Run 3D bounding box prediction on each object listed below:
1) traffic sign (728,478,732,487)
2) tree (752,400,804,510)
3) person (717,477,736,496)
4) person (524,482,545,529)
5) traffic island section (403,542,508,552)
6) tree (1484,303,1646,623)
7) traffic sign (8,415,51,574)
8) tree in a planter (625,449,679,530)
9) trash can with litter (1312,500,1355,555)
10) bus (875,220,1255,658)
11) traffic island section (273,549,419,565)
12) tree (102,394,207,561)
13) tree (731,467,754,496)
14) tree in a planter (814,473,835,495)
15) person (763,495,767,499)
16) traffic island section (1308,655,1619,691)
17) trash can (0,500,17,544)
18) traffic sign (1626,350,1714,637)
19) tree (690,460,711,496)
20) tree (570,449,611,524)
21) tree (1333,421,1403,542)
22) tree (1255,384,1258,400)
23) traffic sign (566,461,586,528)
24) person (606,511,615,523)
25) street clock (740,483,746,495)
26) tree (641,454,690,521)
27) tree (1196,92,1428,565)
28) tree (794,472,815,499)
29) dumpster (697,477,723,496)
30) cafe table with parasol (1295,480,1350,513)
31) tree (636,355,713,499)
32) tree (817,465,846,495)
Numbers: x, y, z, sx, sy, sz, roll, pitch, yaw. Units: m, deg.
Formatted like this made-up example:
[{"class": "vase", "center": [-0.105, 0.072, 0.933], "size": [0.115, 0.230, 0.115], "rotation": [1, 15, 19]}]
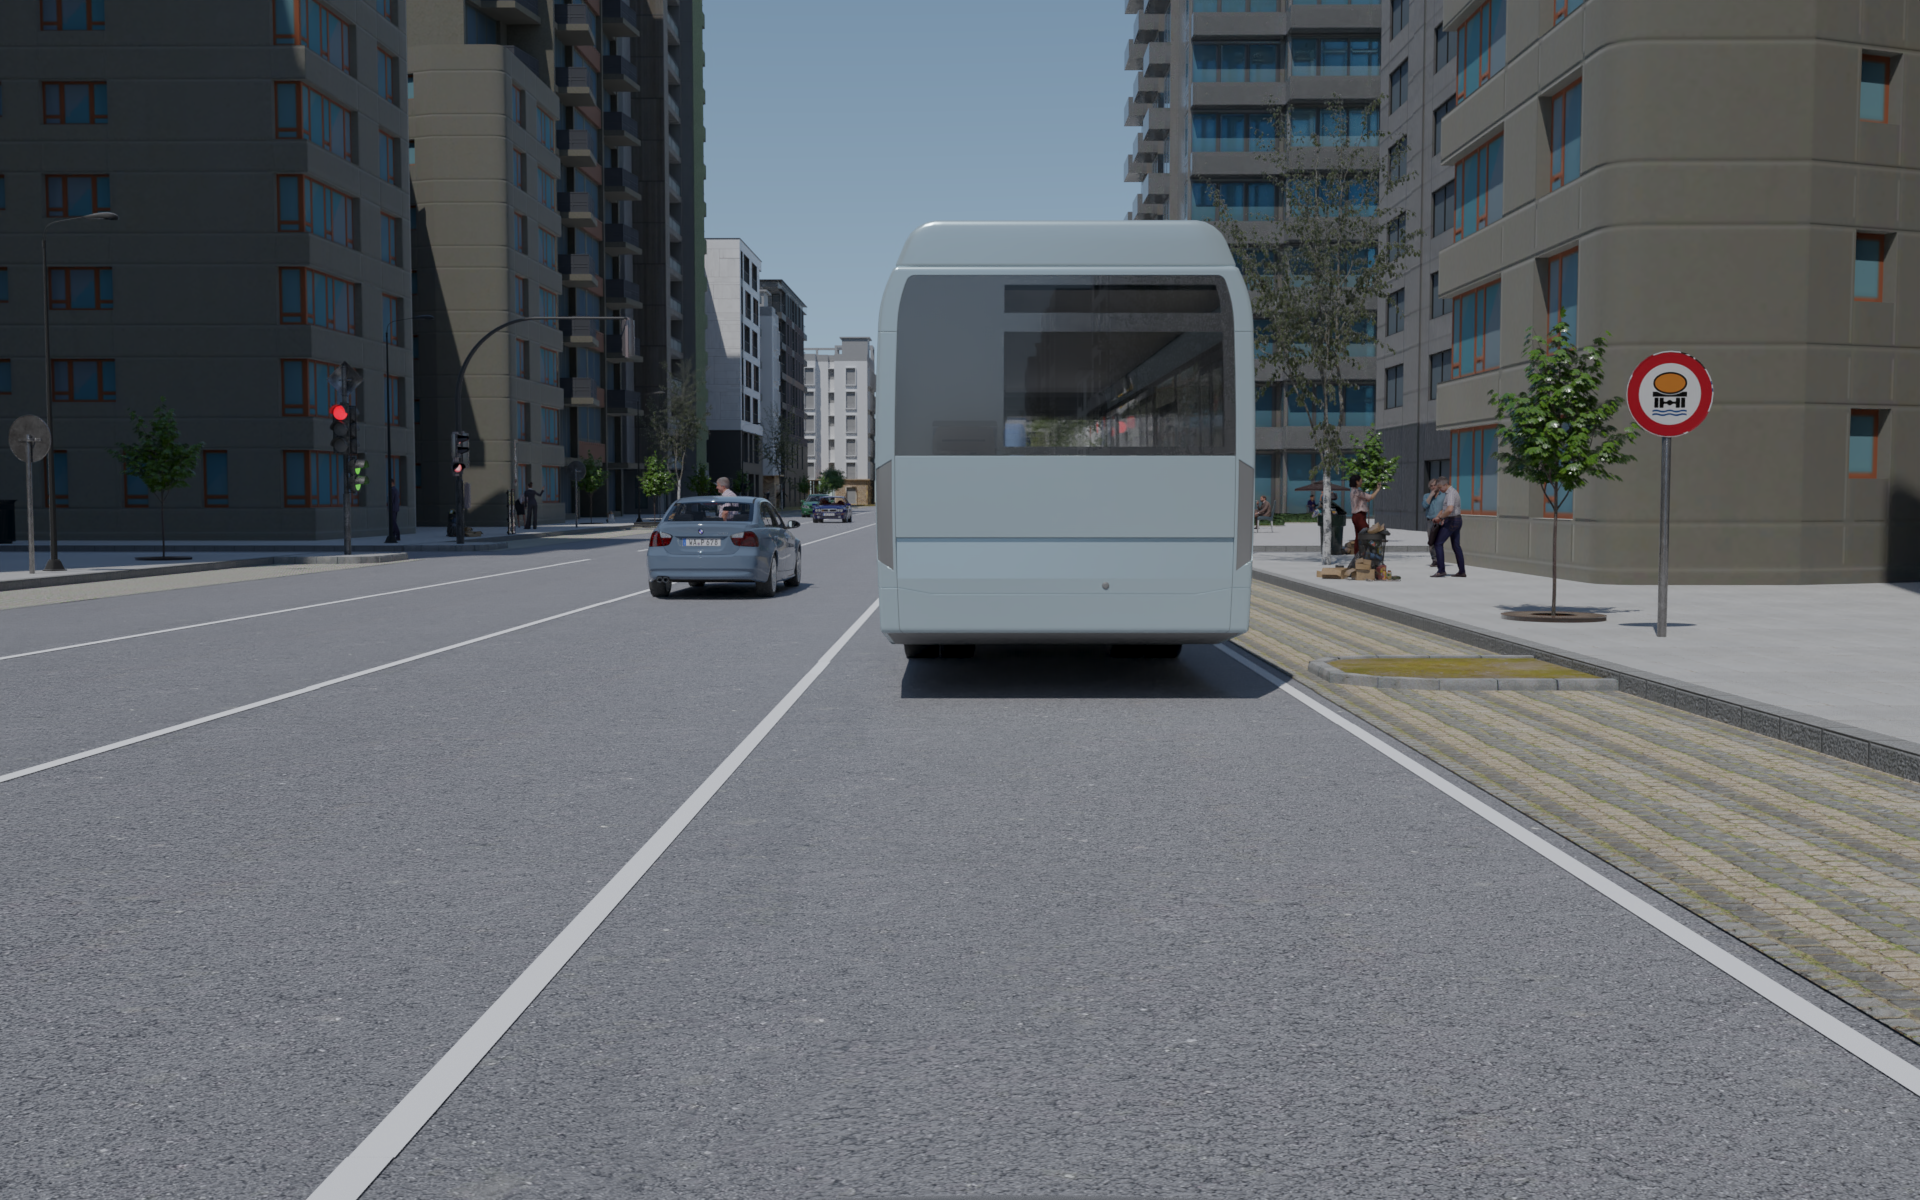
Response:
[{"class": "traffic sign", "center": [-14.422, -6.438, 107.389], "size": [0.606, 2.300, 0.079], "rotation": [0, 4, 1]}, {"class": "tree", "center": [-14.045, -11.317, 135.388], "size": [4.360, 8.622, 3.978], "rotation": [0, 3, 0]}, {"class": "person", "center": [-3.943, -1.200, 29.067], "size": [0.436, 1.711, 0.756], "rotation": [1, 4, 15]}, {"class": "person", "center": [-15.534, -3.447, 63.205], "size": [0.742, 1.727, 0.445], "rotation": [-3, 5, -40]}, {"class": "traffic island section", "center": [-12.894, -1.367, 44.639], "size": [2.009, 0.180, 2.903], "rotation": [0, 4, 1]}, {"class": "tree", "center": [6.220, -1.410, 17.659], "size": [1.663, 3.219, 1.824], "rotation": [0, 3, 0]}, {"class": "traffic sign", "center": [-14.948, -1.695, 27.827], "size": [0.768, 2.556, 0.104], "rotation": [1, 4, 10]}, {"class": "tree in a planter", "center": [-12.310, -4.436, 69.743], "size": [1.991, 3.239, 1.994], "rotation": [0, 4, 1]}, {"class": "trash can with litter", "center": [8.023, -1.544, 36.635], "size": [1.055, 1.170, 0.624], "rotation": [-2, 4, -27]}, {"class": "bus", "center": [0.727, -1.433, 18.286], "size": [2.948, 3.499, 13.247], "rotation": [0, 4, 0]}, {"class": "traffic island section", "center": [-12.974, -0.879, 36.654], "size": [2.009, 0.180, 2.903], "rotation": [0, 4, 1]}, {"class": "tree", "center": [-15.425, -2.391, 33.697], "size": [1.663, 3.219, 1.824], "rotation": [0, 3, 0]}, {"class": "tree", "center": [-15.151, -7.739, 121.137], "size": [1.663, 3.219, 1.824], "rotation": [0, 3, 0]}, {"class": "tree in a planter", "center": [-11.538, -9.120, 146.341], "size": [1.991, 3.239, 1.994], "rotation": [0, 4, 1]}, {"class": "person", "center": [-12.123, -5.821, 107.579], "size": [0.340, 1.345, 0.435], "rotation": [-2, 4, -27]}, {"class": "traffic island section", "center": [3.783, 0.571, 13.527], "size": [1.991, 0.108, 1.994], "rotation": [0, 4, 1]}, {"class": "trash can", "center": [-24.696, -2.018, 44.642], "size": [0.748, 1.137, 0.748], "rotation": [0, 3, 0]}, {"class": "traffic sign", "center": [6.307, -0.941, 15.487], "size": [0.768, 2.556, 0.104], "rotation": [0, 4, 2]}, {"class": "tree", "center": [-14.474, -6.268, 97.091], "size": [1.663, 3.219, 1.824], "rotation": [0, 3, 0]}, {"class": "tree", "center": [-15.926, -4.861, 74.076], "size": [1.663, 3.219, 1.824], "rotation": [0, 3, 0]}, {"class": "tree", "center": [11.033, -3.156, 46.197], "size": [1.663, 3.219, 1.824], "rotation": [0, 3, 0]}, {"class": "tree", "center": [7.096, -7.821, 62.288], "size": [7.601, 10.594, 8.767], "rotation": [0, 4, 1]}, {"class": "traffic sign", "center": [-14.696, -4.049, 66.305], "size": [0.768, 2.556, 0.104], "rotation": [0, 4, 7]}, {"class": "person", "center": [-15.409, -3.665, 76.448], "size": [0.381, 0.543, 0.357], "rotation": [-2, 4, -34]}, {"class": "street clock", "center": [-14.708, -6.910, 117.542], "size": [0.358, 2.002, 0.471], "rotation": [-3, 4, -36]}, {"class": "tree", "center": [-14.350, -5.437, 83.489], "size": [1.663, 3.219, 1.824], "rotation": [0, 3, 0]}, {"class": "tree", "center": [6.401, -4.936, 31.058], "size": [4.360, 8.622, 3.978], "rotation": [0, 3, 0]}, {"class": "tree", "center": [-13.952, -9.794, 154.736], "size": [1.663, 3.219, 1.824], "rotation": [0, 3, 0]}, {"class": "dumpster", "center": [-14.406, -5.956, 99.870], "size": [1.502, 2.255, 1.985], "rotation": [0, 4, 1]}, {"class": "cafe table with parasol", "center": [17.620, -4.854, 84.221], "size": [2.610, 1.966, 2.610], "rotation": [2, 4, 27]}, {"class": "tree", "center": [-15.002, -8.655, 91.868], "size": [4.360, 8.622, 3.978], "rotation": [0, 3, 0]}, {"class": "tree", "center": [-14.107, -12.667, 190.824], "size": [4.285, 4.588, 4.351], "rotation": [0, 3, 0]}]
